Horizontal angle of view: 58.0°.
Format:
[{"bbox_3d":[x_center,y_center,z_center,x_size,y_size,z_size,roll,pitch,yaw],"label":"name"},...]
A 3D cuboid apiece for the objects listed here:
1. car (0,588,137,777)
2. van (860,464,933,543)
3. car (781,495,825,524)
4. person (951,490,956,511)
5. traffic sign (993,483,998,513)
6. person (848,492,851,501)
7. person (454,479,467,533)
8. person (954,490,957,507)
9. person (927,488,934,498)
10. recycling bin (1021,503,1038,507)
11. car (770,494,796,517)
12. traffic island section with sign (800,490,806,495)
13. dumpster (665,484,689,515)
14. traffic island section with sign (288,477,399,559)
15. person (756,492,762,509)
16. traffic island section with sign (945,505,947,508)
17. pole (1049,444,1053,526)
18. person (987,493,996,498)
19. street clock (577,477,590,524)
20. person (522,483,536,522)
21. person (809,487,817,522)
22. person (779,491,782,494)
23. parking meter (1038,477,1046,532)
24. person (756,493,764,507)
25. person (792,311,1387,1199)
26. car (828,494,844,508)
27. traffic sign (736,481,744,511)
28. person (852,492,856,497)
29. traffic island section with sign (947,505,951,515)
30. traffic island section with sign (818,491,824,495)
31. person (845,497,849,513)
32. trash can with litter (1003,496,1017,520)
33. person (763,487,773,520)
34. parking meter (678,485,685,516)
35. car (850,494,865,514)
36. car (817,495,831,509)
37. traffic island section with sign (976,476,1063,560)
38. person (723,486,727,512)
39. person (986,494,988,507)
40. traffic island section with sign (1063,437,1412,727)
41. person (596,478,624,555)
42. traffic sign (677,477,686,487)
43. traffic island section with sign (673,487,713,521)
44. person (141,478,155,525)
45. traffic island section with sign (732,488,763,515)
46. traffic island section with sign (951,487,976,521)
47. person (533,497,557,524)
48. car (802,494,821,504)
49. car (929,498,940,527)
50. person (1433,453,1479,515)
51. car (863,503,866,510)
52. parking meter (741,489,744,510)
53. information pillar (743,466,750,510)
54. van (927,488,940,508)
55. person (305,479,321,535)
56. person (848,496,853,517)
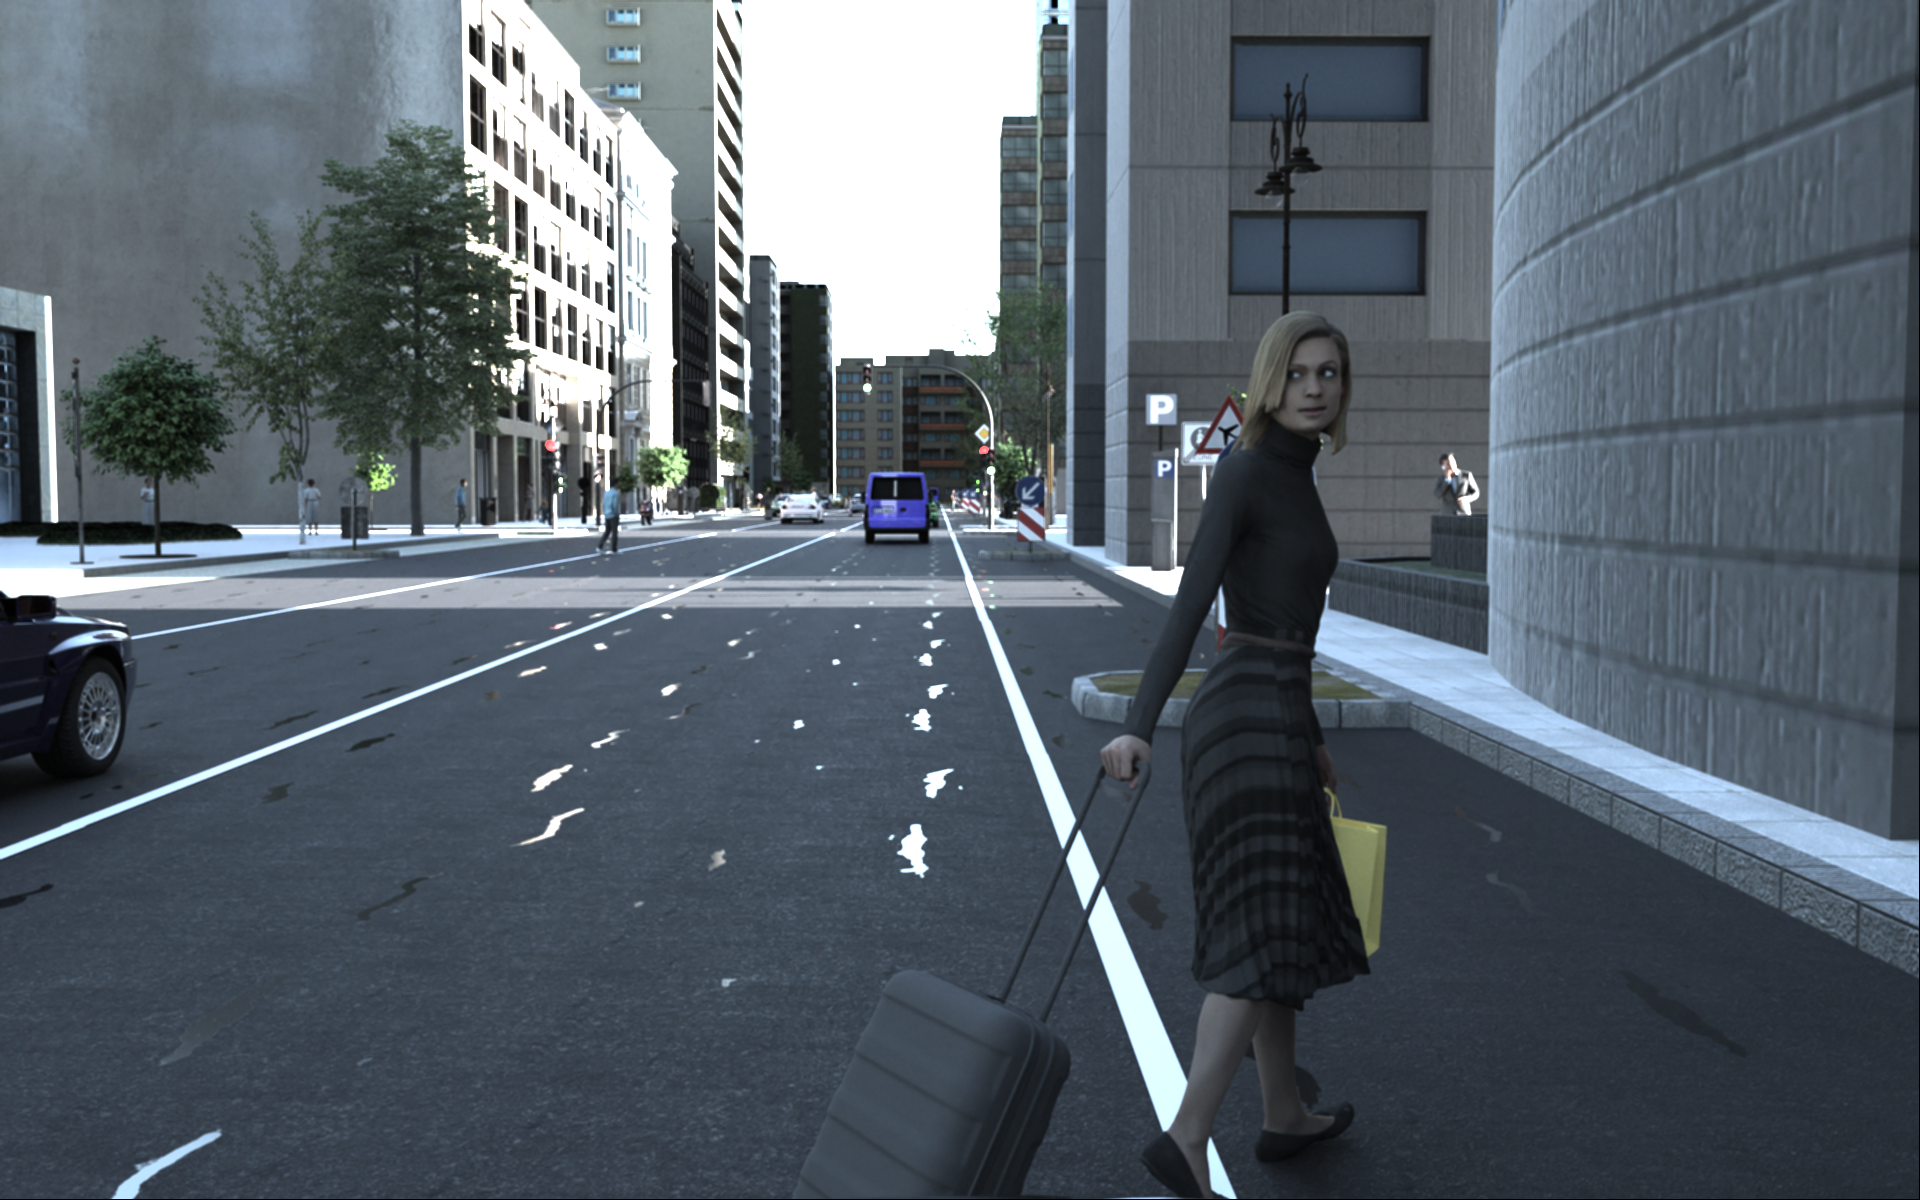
[{"bbox_3d":[-5.213,0.303,7.623,1.945,1.354,3.894,0,4,-1],"label":"car"},{"bbox_3d":[-1.898,-2.912,51.991,2.240,2.365,5.245,0,4,-2],"label":"van"},{"bbox_3d":[-7.732,-4.445,85.041,2.083,1.381,4.827,0,3,0],"label":"car"},{"bbox_3d":[-0.574,-8.604,149.195,0.705,1.822,1.348,1,4,11],"label":"person"},{"bbox_3d":[2.512,-7.156,117.108,0.768,2.556,0.104,0,4,0],"label":"traffic sign"},{"bbox_3d":[-13.312,-12.295,210.246,0.721,1.743,1.217,1,4,16],"label":"person"},{"bbox_3d":[-16.537,-3.114,57.301,0.444,1.785,0.601,-1,4,-17],"label":"person"},{"bbox_3d":[-0.593,-10.570,181.195,0.709,1.838,0.599,2,4,27],"label":"person"},{"bbox_3d":[-1.911,-6.241,110.450,0.836,1.842,0.656,1,4,23],"label":"person"},{"bbox_3d":[2.951,-3.664,72.463,0.722,1.027,0.722,0,4,7],"label":"recycling bin"},{"bbox_3d":[-11.171,-6.060,110.883,2.131,1.459,4.920,0,4,-2],"label":"car"},{"bbox_3d":[-15.517,-9.970,171.635,1.989,1.847,2.006,0,4,-1],"label":"traffic island section with sign"},{"bbox_3d":[-17.024,-6.013,104.063,1.264,1.857,1.865,0,4,-1],"label":"dumpster"},{"bbox_3d":[-13.713,-1.846,38.802,1.989,1.847,2.006,0,4,-1],"label":"traffic island section with sign"},{"bbox_3d":[-17.441,-8.601,149.861,0.628,1.438,0.799,-2,4,-29],"label":"person"},{"bbox_3d":[-0.390,-9.980,171.805,1.989,1.847,2.006,0,4,-1],"label":"traffic island section with sign"},{"bbox_3d":[3.683,-4.679,70.340,0.158,3.312,0.155,0,3,0],"label":"pole"},{"bbox_3d":[2.698,-9.071,155.029,1.217,1.739,0.721,-2,4,-34],"label":"person"},{"bbox_3d":[-16.196,-4.280,74.554,0.471,2.002,0.358,-2,4,-30],"label":"street clock"},{"bbox_3d":[-19.638,-4.431,78.836,0.599,1.781,0.374,1,4,17],"label":"person"},{"bbox_3d":[-7.576,-4.987,90.270,0.641,1.798,0.478,-1,4,-12],"label":"person"},{"bbox_3d":[-23.032,-13.109,221.054,0.721,1.739,1.217,-3,5,-41],"label":"person"},{"bbox_3d":[2.814,-3.278,59.299,0.255,1.863,0.399,0,4,6],"label":"parking meter"},{"bbox_3d":[-20.109,-10.105,174.481,0.991,1.433,0.599,2,4,30],"label":"person"},{"bbox_3d":[0.331,0.326,3.382,1.509,1.804,0.699,-2,4,-32],"label":"person"},{"bbox_3d":[-12.938,-10.327,179.071,2.015,1.641,3.980,0,4,1],"label":"car"},{"bbox_3d":[-17.010,-8.071,134.098,0.606,2.300,0.079,0,3,0],"label":"traffic sign"},{"bbox_3d":[-11.550,-10.955,188.540,0.530,1.710,0.541,-3,5,-42],"label":"person"},{"bbox_3d":[0.298,-6.876,121.048,1.989,1.847,2.006,0,4,-1],"label":"traffic island section with sign"},{"bbox_3d":[-15.876,-11.618,198.588,1.989,1.847,2.006,0,4,-1],"label":"traffic island section with sign"},{"bbox_3d":[-8.724,-7.363,133.893,0.382,1.210,0.505,-2,4,-26],"label":"person"},{"bbox_3d":[2.665,-4.632,87.121,1.055,1.170,0.624,3,5,43],"label":"trash can with litter"},{"bbox_3d":[-10.670,-5.338,95.988,0.699,1.804,1.509,0,4,2],"label":"person"},{"bbox_3d":[-16.399,-5.882,101.877,0.399,1.863,0.255,0,4,-5],"label":"parking meter"},{"bbox_3d":[-7.147,-7.094,127.987,2.014,1.417,4.499,0,4,1],"label":"car"},{"bbox_3d":[-13.262,-9.331,165.147,1.945,1.354,3.894,0,3,0],"label":"car"},{"bbox_3d":[1.426,-1.828,38.517,1.989,1.847,2.006,0,4,-1],"label":"traffic island section with sign"},{"bbox_3d":[-17.370,-7.417,127.113,0.447,1.846,0.655,-1,4,-21],"label":"person"},{"bbox_3d":[2.694,-9.849,167.873,0.742,1.727,0.445,2,4,31],"label":"person"},{"bbox_3d":[1.774,-0.180,11.564,1.989,1.847,2.006,0,4,-1],"label":"traffic island section with sign"},{"bbox_3d":[-8.312,-1.989,41.046,0.660,1.820,0.620,3,5,43],"label":"person"},{"bbox_3d":[-17.143,-6.393,106.654,0.606,2.300,0.079,0,4,1],"label":"traffic sign"},{"bbox_3d":[-14.464,-5.224,94.044,1.989,1.847,2.006,0,4,-1],"label":"traffic island section with sign"},{"bbox_3d":[-23.553,-2.676,50.365,0.524,1.755,0.480,2,4,31],"label":"person"},{"bbox_3d":[-14.831,-6.886,121.206,1.989,1.847,2.006,0,4,-1],"label":"traffic island section with sign"},{"bbox_3d":[0.661,-5.221,93.992,1.989,1.847,2.006,0,4,-1],"label":"traffic island section with sign"},{"bbox_3d":[-17.475,-3.774,73.251,1.012,1.151,0.738,0,4,5],"label":"person"},{"bbox_3d":[-12.395,-7.953,141.828,2.131,1.459,4.920,0,3,0],"label":"car"},{"bbox_3d":[-1.839,-4.119,76.137,1.959,1.807,4.718,0,4,-1],"label":"car"},{"bbox_3d":[6.861,-1.104,23.899,0.655,1.846,0.447,1,4,16],"label":"person"},{"bbox_3d":[-3.684,-4.502,83.400,2.009,1.686,4.222,0,4,0],"label":"car"},{"bbox_3d":[-17.599,-8.199,139.765,0.255,1.863,0.399,-2,4,-26],"label":"parking meter"},{"bbox_3d":[-17.377,-9.150,140.954,0.504,3.616,0.183,-2,4,-24],"label":"information pillar"},{"bbox_3d":[-3.148,-10.640,178.354,2.240,2.365,5.245,0,4,-2],"label":"van"},{"bbox_3d":[-20.267,-2.914,54.262,0.480,1.755,0.524,-1,4,-21],"label":"person"},{"bbox_3d":[-7.016,-5.979,110.532,0.394,1.301,0.425,-1,4,-13],"label":"person"}]
